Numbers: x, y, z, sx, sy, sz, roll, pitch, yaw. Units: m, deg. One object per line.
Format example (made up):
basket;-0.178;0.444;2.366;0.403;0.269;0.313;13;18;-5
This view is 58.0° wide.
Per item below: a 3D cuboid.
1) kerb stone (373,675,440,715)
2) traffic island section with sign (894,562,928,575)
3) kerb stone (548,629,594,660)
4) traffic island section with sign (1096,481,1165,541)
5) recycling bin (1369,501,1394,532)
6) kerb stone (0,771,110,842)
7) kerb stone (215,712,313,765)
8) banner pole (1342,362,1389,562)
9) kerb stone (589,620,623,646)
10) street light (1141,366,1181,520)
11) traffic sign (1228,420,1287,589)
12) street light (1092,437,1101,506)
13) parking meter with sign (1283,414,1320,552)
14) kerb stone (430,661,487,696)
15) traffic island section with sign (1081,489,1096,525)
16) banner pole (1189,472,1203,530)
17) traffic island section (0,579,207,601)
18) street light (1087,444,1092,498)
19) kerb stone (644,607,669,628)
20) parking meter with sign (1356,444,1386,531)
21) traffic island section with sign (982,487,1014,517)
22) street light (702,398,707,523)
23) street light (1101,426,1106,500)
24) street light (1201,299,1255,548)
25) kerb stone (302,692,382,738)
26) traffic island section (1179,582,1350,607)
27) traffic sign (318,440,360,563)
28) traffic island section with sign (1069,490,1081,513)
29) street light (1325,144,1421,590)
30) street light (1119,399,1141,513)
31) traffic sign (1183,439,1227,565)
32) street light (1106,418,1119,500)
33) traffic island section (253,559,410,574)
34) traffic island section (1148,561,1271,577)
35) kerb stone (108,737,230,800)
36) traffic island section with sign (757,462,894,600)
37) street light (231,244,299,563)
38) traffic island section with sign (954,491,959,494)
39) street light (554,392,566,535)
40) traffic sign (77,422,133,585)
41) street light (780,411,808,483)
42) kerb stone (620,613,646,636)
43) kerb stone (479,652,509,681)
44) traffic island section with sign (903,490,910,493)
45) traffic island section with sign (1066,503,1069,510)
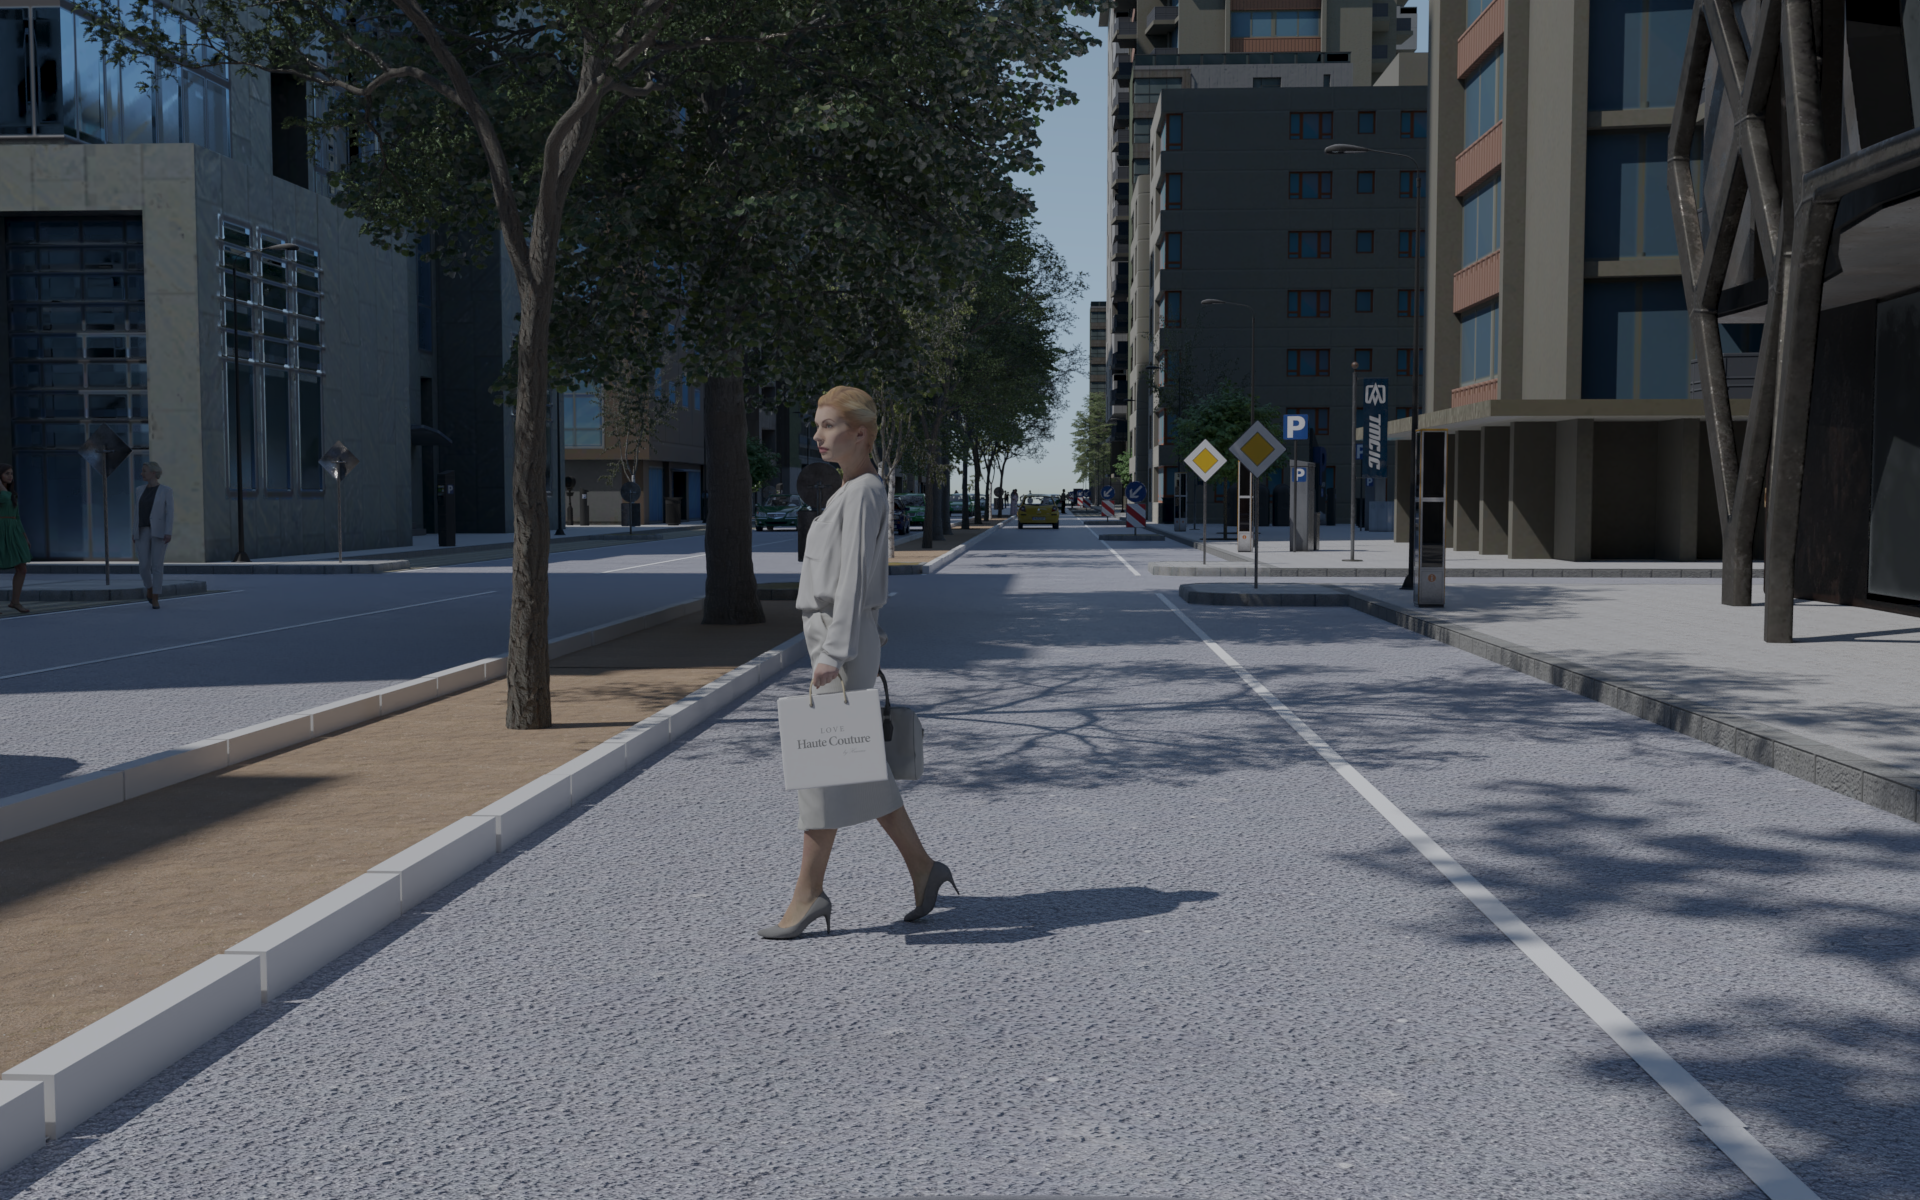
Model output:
kerb stone;-3.744;0.650;11.618;0.120;0.150;1.000;0;4;3
traffic island section with sign;-1.639;-1.429;31.499;2.006;1.907;1.989;0;4;3
kerb stone;-3.540;0.399;15.711;0.120;0.150;1.000;0;4;3
traffic island section with sign;5.341;-2.777;54.038;1.989;1.847;2.006;0;4;3
recycling bin;14.441;-2.845;59.070;0.722;1.027;0.722;-3;5;-44
kerb stone;-3.963;0.897;7.528;0.120;0.150;1.000;0;4;3
kerb stone;-3.860;0.772;9.569;0.120;0.150;1.000;0;4;3
banner pole;7.712;-2.622;32.890;0.863;3.779;0.401;1;4;9
kerb stone;-3.468;0.334;16.731;0.120;0.150;1.000;0;4;3
street light;7.419;-5.526;62.887;1.470;5.913;1.316;0;4;3
traffic sign;4.018;-1.212;23.464;0.795;2.450;0.064;0;4;3
street light;11.627;-10.227;139.758;1.470;5.913;1.316;0;4;3
parking meter with sign;7.689;-2.599;38.759;0.543;3.016;1.738;2;4;23
kerb stone;-3.691;0.585;12.638;0.120;0.150;1.000;0;4;3
traffic island section with sign;6.790;-4.431;81.079;1.989;1.847;2.006;0;4;3
banner pole;8.490;-4.388;61.757;0.401;3.779;0.863;-1;4;-20
traffic island section;-12.027;-0.130;24.399;2.009;0.180;2.903;0;4;3
street light;12.830;-11.539;161.199;1.470;5.913;1.316;0;4;3
kerb stone;-3.356;0.209;18.777;0.120;0.150;1.000;0;4;3
parking meter with sign;14.497;-3.918;60.323;1.738;3.016;0.543;-3;5;-39
traffic island section with sign;2.356;-6.018;106.532;2.006;1.907;1.989;0;4;3
street light;-10.628;-6.317;75.820;1.470;5.913;1.316;0;4;3
street light;10.580;-8.915;118.309;1.470;5.913;1.316;0;4;3
street light;6.453;-4.214;41.434;1.470;5.913;1.316;0;4;3
kerb stone;-3.803;0.709;10.597;0.120;0.150;1.000;0;4;3
traffic island section;4.042;-0.077;23.540;2.009;0.180;2.903;0;4;3
traffic sign;-11.577;-1.753;32.310;0.795;2.450;0.064;0;4;3
traffic island section with sign;9.426;-7.457;130.542;1.989;1.847;2.006;0;4;3
street light;5.545;-3.095;23.151;1.470;5.913;1.316;0;4;3
street light;8.700;-6.864;84.764;1.470;5.913;1.316;0;4;3
traffic sign;4.443;-1.700;31.438;0.795;2.450;0.064;0;4;3
street light;9.901;-8.175;106.205;1.470;5.913;1.316;0;4;3
traffic island section;-11.601;-0.617;32.373;2.009;0.180;2.903;0;4;3
traffic island section;4.467;-0.565;31.514;2.009;0.180;2.903;0;4;3
kerb stone;-3.913;0.835;8.549;0.120;0.150;1.000;0;4;3
traffic island section with sign;-2.043;-0.977;24.103;2.006;1.907;1.989;0;4;3
street light;-12.944;-3.655;32.295;1.470;5.913;1.316;0;4;3
traffic island section with sign;-0.435;-14.251;241.638;1.989;1.847;2.006;0;4;3
street light;-11.926;-4.967;53.746;1.470;5.913;1.316;0;4;3
traffic sign;-12.003;-1.266;24.336;0.795;2.450;0.064;0;4;3
street light;-9.518;-7.628;97.266;1.470;5.913;1.316;0;4;3
kerb stone;-3.419;0.273;17.757;0.120;0.150;1.000;0;4;3
kerb stone;-3.638;0.525;13.669;0.120;0.150;1.000;0;4;3
traffic island section with sign;-4.875;-9.165;158.480;1.989;1.847;2.006;0;4;3
traffic island section with sign;10.865;-9.103;157.459;1.989;1.847;2.006;0;4;3
